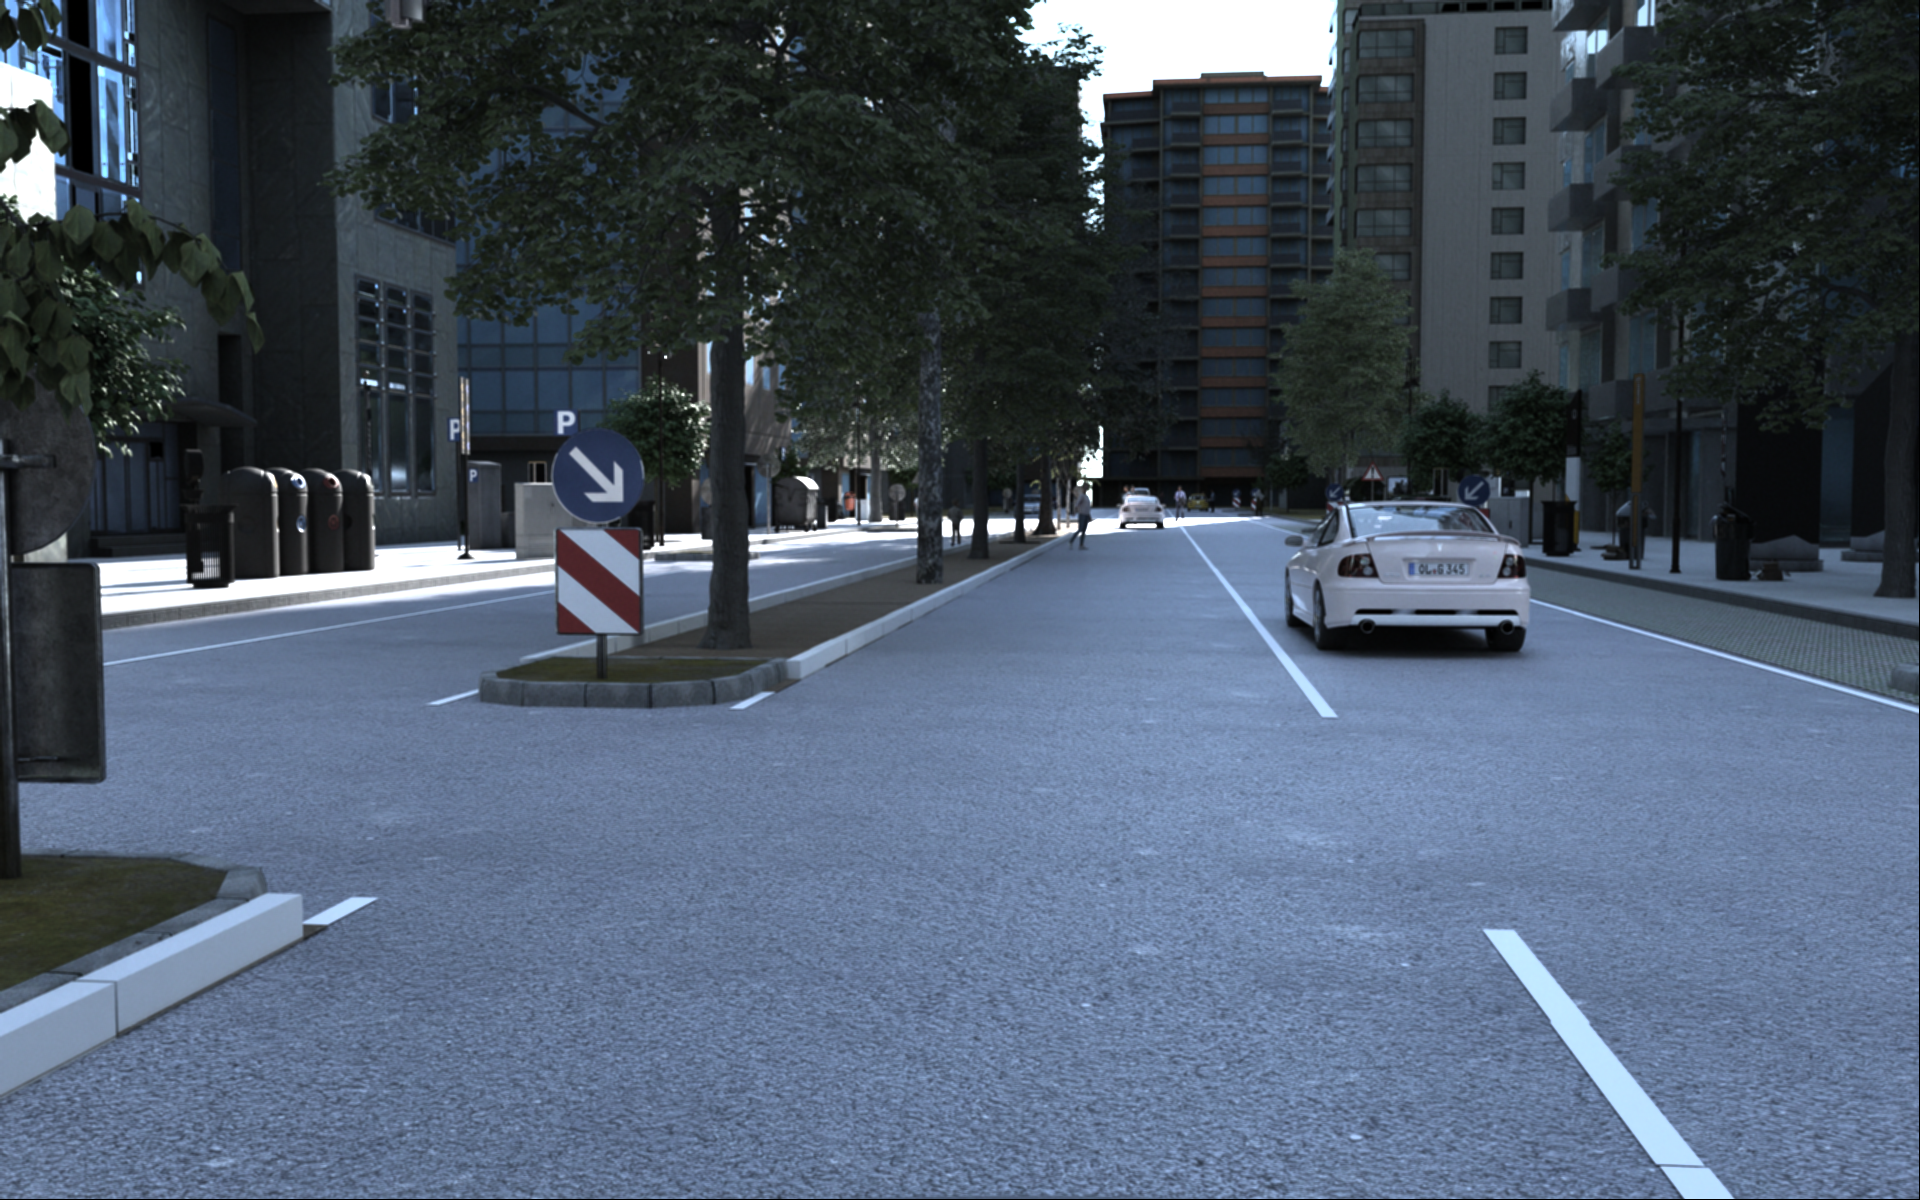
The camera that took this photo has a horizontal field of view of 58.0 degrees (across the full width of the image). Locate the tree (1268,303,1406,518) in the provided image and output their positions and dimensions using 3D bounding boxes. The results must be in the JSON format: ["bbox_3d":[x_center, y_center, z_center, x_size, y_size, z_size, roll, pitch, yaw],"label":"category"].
[{"bbox_3d":[20.133,-10.214,92.762,9.928,11.665,9.643,0,3,0],"label":"tree"}]

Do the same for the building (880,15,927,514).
[{"bbox_3d":[-14.159,-30.544,119.005,23.786,49.044,30.456,0,4,6],"label":"building"}]

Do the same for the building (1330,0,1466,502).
[{"bbox_3d":[32.698,-26.638,119.131,14.154,41.232,14.086,0,4,6],"label":"building"}]

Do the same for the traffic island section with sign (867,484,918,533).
[{"bbox_3d":[-2.381,-3.470,65.357,1.989,1.847,2.006,0,4,6],"label":"traffic island section with sign"}]

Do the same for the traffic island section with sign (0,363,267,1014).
[{"bbox_3d":[-3.255,0.180,5.196,2.006,1.907,1.989,0,4,6],"label":"traffic island section with sign"}]

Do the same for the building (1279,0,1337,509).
[{"bbox_3d":[38.685,-50.603,140.032,22.319,86.520,31.000,0,4,6],"label":"building"}]

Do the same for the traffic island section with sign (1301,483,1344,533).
[{"bbox_3d":[13.607,-3.372,63.759,1.989,1.847,2.006,0,4,6],"label":"traffic island section with sign"}]

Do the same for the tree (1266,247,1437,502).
[{"bbox_3d":[17.893,-9.871,79.511,7.486,12.596,7.792,0,3,0],"label":"tree"}]

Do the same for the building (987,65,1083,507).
[{"bbox_3d":[5.561,-32.537,182.092,14.200,45.320,14.600,0,4,6],"label":"building"}]

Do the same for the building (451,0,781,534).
[{"bbox_3d":[-14.398,-25.184,61.874,14.600,45.320,14.200,0,4,6],"label":"building"}]

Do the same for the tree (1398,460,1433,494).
[{"bbox_3d":[18.096,-4.518,68.476,1.663,3.219,1.824,0,3,0],"label":"tree"}]

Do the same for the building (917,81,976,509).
[{"bbox_3d":[-4.818,-28.805,154.555,14.086,41.232,14.154,0,4,6],"label":"building"}]

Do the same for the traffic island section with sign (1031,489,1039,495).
[{"bbox_3d":[6.199,-8.124,141.461,1.989,1.847,2.006,0,4,6],"label":"traffic island section with sign"}]

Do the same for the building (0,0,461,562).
[{"bbox_3d":[-24.678,-43.937,31.035,22.319,86.520,31.000,0,4,6],"label":"building"}]

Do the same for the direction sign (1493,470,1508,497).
[{"bbox_3d":[24.894,-5.358,79.604,0.876,3.537,0.379,-1,4,-15],"label":"direction sign"}]

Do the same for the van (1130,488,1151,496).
[{"bbox_3d":[12.360,-6.853,119.061,2.013,2.044,4.112,0,4,6],"label":"van"}]

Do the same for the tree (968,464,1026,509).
[{"bbox_3d":[2.233,-9.330,136.259,4.285,4.588,4.351,0,3,0],"label":"tree"}]

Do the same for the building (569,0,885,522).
[{"bbox_3d":[-12.085,-27.283,96.188,14.600,45.320,14.200,0,4,6],"label":"building"}]

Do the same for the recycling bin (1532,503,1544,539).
[{"bbox_3d":[16.214,-2.258,49.478,0.722,1.027,0.722,-3,5,-43],"label":"recycling bin"}]

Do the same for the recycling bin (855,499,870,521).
[{"bbox_3d":[-4.572,-4.342,83.551,0.722,1.027,0.722,2,4,33],"label":"recycling bin"}]

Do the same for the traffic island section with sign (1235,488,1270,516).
[{"bbox_3d":[19.176,-6.391,113.113,1.989,1.847,2.006,0,4,6],"label":"traffic island section with sign"}]

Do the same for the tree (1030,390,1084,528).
[{"bbox_3d":[4.550,-7.338,72.798,4.360,8.622,3.978,0,3,0],"label":"tree"}]

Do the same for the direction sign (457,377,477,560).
[{"bbox_3d":[-9.690,-2.565,33.930,0.379,3.537,0.876,0,4,-6],"label":"direction sign"}]

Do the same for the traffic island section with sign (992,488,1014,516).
[{"bbox_3d":[3.169,-6.486,114.676,1.989,1.847,2.006,0,4,6],"label":"traffic island section with sign"}]

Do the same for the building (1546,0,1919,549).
[{"bbox_3d":[30.921,-26.401,51.269,23.786,49.044,30.456,0,4,6],"label":"building"}]

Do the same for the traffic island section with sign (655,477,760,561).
[{"bbox_3d":[-5.470,-1.797,38.003,1.989,1.847,2.006,0,4,6],"label":"traffic island section with sign"}]

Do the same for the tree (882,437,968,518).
[{"bbox_3d":[-2.707,-6.807,95.013,4.285,4.588,4.351,0,3,0],"label":"tree"}]

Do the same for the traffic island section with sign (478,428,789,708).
[{"bbox_3d":[-2.415,-0.270,12.555,2.006,1.907,1.989,0,4,6],"label":"traffic island section with sign"}]

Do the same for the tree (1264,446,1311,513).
[{"bbox_3d":[22.245,-8.175,117.374,4.285,4.588,4.351,0,3,0],"label":"tree"}]

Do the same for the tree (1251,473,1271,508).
[{"bbox_3d":[27.552,-10.102,159.775,1.663,3.219,1.824,0,3,0],"label":"tree"}]

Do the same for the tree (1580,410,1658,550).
[{"bbox_3d":[15.233,-2.789,40.208,1.663,3.219,1.824,0,3,0],"label":"tree"}]

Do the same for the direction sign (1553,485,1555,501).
[{"bbox_3d":[25.706,-5.072,74.927,0.876,3.537,0.379,3,4,37],"label":"direction sign"}]

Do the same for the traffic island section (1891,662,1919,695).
[{"bbox_3d":[7.735,0.644,11.756,2.009,0.180,2.903,0,4,6],"label":"traffic island section"}]

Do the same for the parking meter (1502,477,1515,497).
[{"bbox_3d":[19.017,-3.326,60.097,0.255,1.863,0.399,-3,4,-38],"label":"parking meter"}]

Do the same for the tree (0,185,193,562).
[{"bbox_3d":[-10.228,-2.132,18.579,4.285,4.588,4.351,0,3,0],"label":"tree"}]

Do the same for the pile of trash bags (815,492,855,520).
[{"bbox_3d":[-6.535,-4.710,86.764,1.912,1.369,3.447,3,5,41],"label":"pile of trash bags"}]

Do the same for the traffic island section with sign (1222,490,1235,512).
[{"bbox_3d":[22.193,-8.029,139.899,1.989,1.847,2.006,0,4,6],"label":"traffic island section with sign"}]

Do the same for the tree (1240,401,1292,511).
[{"bbox_3d":[23.585,-11.130,132.329,4.360,8.622,3.978,0,3,0],"label":"tree"}]

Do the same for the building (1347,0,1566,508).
[{"bbox_3d":[30.494,-20.417,105.513,14.160,30.474,14.107,0,4,6],"label":"building"}]

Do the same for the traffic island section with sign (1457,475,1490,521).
[{"bbox_3d":[10.520,-1.693,36.312,1.989,1.847,2.006,0,4,6],"label":"traffic island section with sign"}]

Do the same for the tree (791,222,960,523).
[{"bbox_3d":[-3.699,-10.465,77.756,9.857,13.997,8.962,0,3,0],"label":"tree"}]

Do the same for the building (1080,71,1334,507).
[{"bbox_3d":[27.683,-32.295,182.644,28.867,44.769,22.147,0,4,6],"label":"building"}]

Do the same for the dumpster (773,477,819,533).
[{"bbox_3d":[-5.522,-3.206,58.183,1.264,1.857,1.865,0,4,6],"label":"dumpster"}]

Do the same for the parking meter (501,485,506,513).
[{"bbox_3d":[-12.813,-2.432,48.181,0.372,1.533,0.369,0,3,0],"label":"parking meter"}]

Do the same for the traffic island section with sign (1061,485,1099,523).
[{"bbox_3d":[5.992,-4.837,87.224,2.006,1.907,1.989,0,4,6],"label":"traffic island section with sign"}]

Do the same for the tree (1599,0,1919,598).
[{"bbox_3d":[12.050,-6.292,21.006,7.486,12.596,7.792,0,3,0],"label":"tree"}]

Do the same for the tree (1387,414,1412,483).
[{"bbox_3d":[14.612,-4.215,52.633,4.285,4.588,4.351,0,3,0],"label":"tree"}]

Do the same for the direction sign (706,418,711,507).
[{"bbox_3d":[-7.434,-3.639,51.496,0.379,3.537,0.876,-1,4,-18],"label":"direction sign"}]

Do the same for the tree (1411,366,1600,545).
[{"bbox_3d":[14.750,-3.713,44.416,4.285,4.588,4.351,0,3,0],"label":"tree"}]

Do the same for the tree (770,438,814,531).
[{"bbox_3d":[-5.828,-4.023,60.379,1.663,3.219,1.824,0,3,0],"label":"tree"}]

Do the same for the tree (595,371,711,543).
[{"bbox_3d":[-8.026,-3.826,46.271,4.285,4.588,4.351,0,3,0],"label":"tree"}]
